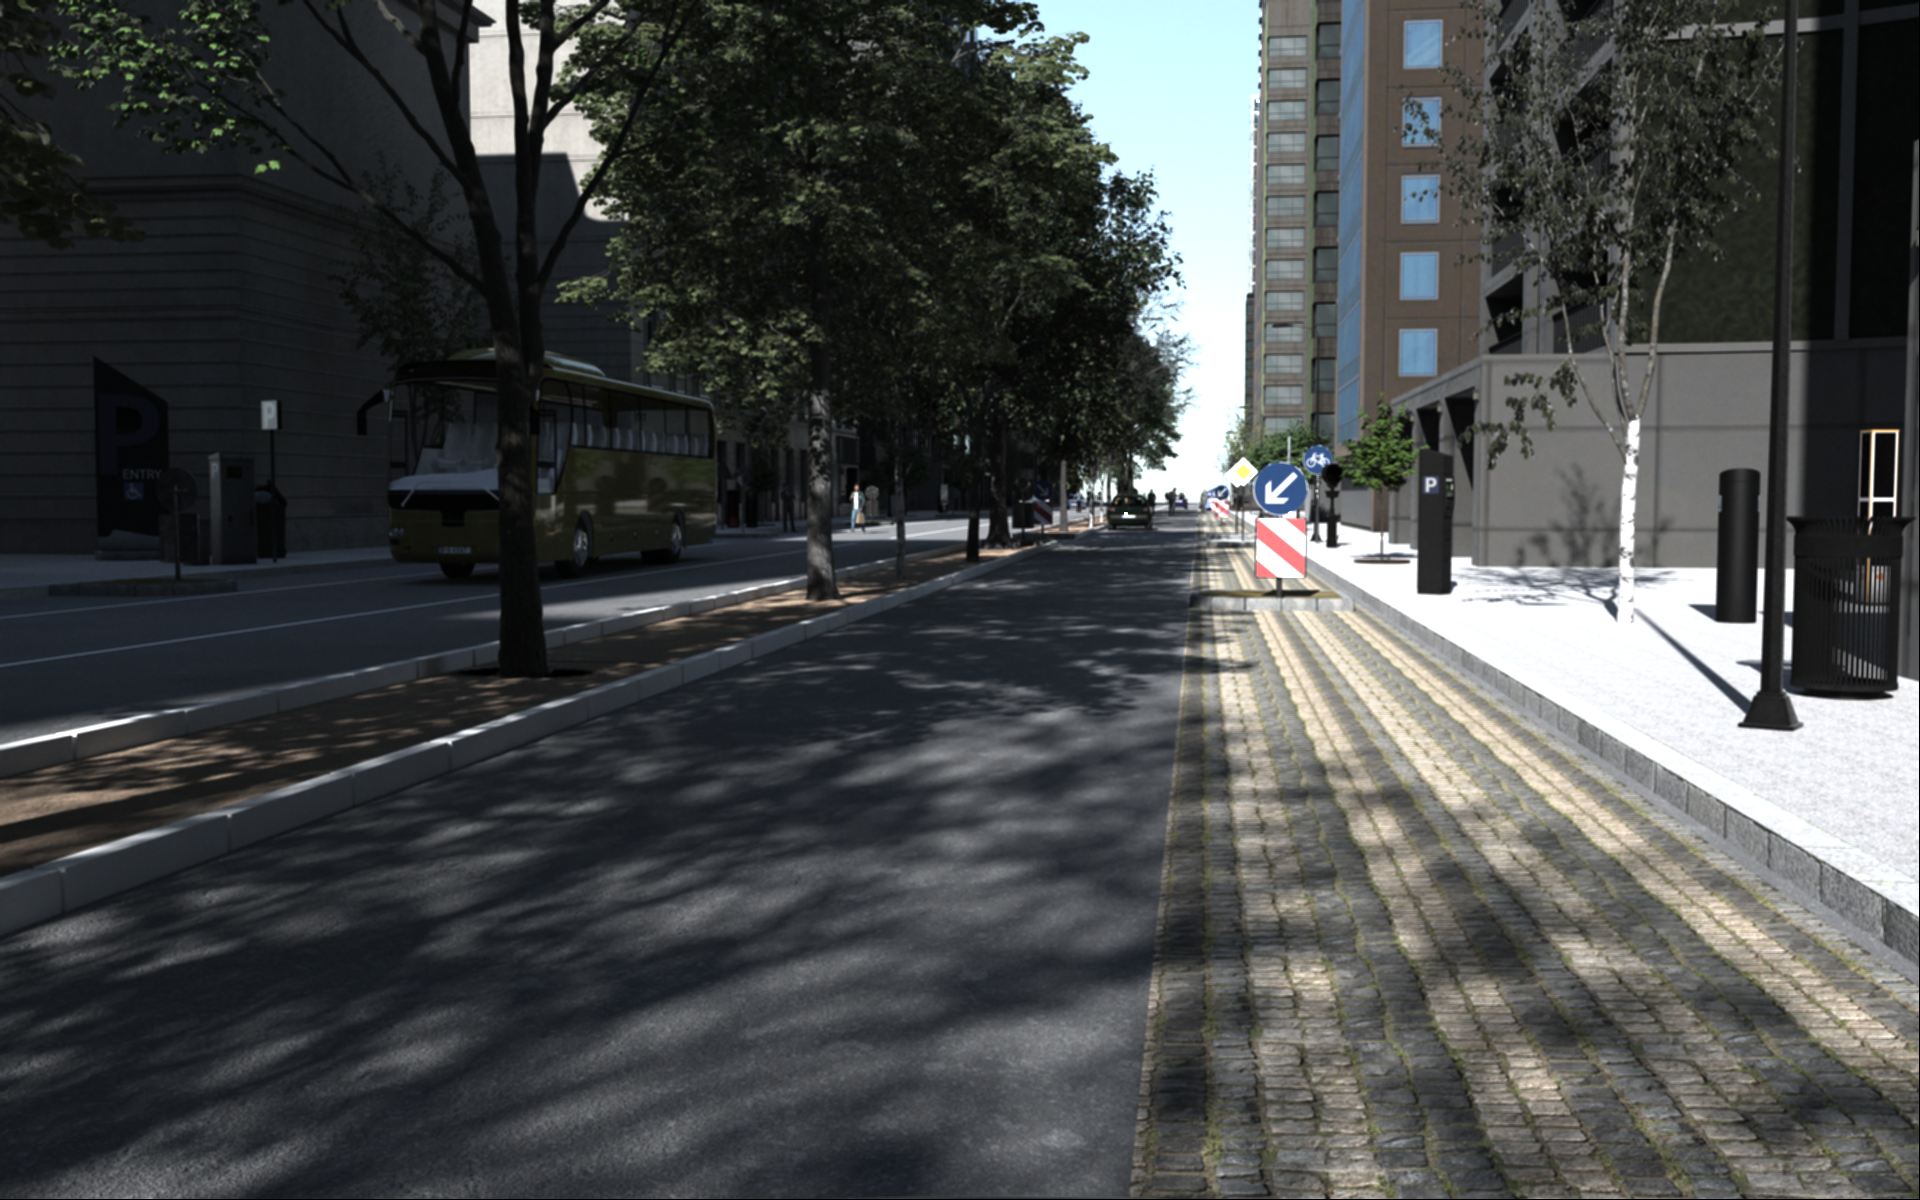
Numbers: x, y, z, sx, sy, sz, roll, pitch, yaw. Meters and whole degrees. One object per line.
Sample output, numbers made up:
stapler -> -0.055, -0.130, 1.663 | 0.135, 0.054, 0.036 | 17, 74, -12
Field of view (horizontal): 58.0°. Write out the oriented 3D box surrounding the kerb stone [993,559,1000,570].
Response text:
kerb stone -> 0.600, -0.652, 32.856 | 0.120, 0.150, 1.000 | 0, 4, 8

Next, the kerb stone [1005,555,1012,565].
kerb stone -> 0.876, -0.773, 34.896 | 0.120, 0.150, 1.000 | 0, 4, 8

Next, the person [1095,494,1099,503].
person -> 20.125, -14.875, 254.924 | 0.991, 1.433, 0.599 | -3, 4, -36

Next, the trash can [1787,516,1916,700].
trash can -> 5.609, 0.042, 10.967 | 0.748, 1.137, 0.748 | 0, 3, 0

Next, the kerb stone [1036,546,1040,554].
kerb stone -> 1.733, -1.150, 40.995 | 0.120, 0.150, 1.000 | 0, 4, 8

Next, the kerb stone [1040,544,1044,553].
kerb stone -> 1.872, -1.212, 42.012 | 0.120, 0.150, 1.000 | 0, 4, 8

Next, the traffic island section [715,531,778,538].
traffic island section -> -7.228, -2.157, 57.554 | 2.009, 0.180, 2.903 | 0, 4, 8

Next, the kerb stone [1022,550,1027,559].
kerb stone -> 1.305, -0.963, 37.951 | 0.120, 0.150, 1.000 | 0, 4, 8

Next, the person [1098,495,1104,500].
person -> 16.420, -11.784, 201.150 | 0.705, 1.826, 1.348 | 2, 4, 25

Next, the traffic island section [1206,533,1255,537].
traffic island section -> 8.859, -2.021, 55.328 | 2.009, 0.180, 2.903 | 0, 4, 8

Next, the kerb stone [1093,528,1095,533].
kerb stone -> 4.623, -2.424, 61.829 | 0.120, 0.150, 1.000 | 0, 4, 8

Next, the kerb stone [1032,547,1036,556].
kerb stone -> 1.588, -1.087, 39.976 | 0.120, 0.150, 1.000 | 0, 4, 8

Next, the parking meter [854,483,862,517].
parking meter -> -5.187, -5.045, 88.205 | 0.399, 1.863, 0.255 | -1, 4, -12

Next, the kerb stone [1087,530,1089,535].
kerb stone -> 4.189, -2.237, 58.775 | 0.120, 0.150, 1.000 | 0, 4, 8

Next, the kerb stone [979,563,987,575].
kerb stone -> 0.320, -0.528, 30.821 | 0.120, 0.150, 1.000 | 0, 4, 8

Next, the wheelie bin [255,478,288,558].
wheelie bin -> -13.859, -1.642, 34.749 | 0.693, 1.594, 0.980 | -2, 4, -23

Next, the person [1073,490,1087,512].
person -> 9.360, -7.800, 136.015 | 1.348, 1.826, 0.705 | -2, 4, -35

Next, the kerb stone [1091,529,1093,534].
kerb stone -> 4.481, -2.362, 60.807 | 0.120, 0.150, 1.000 | 0, 4, 8

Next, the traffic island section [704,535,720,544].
traffic island section -> -8.324, -1.674, 49.645 | 2.009, 0.180, 2.903 | 0, 4, 8

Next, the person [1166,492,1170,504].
person -> 28.840, -14.022, 238.470 | 1.217, 1.736, 0.721 | -3, 5, -41

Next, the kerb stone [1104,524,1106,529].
kerb stone -> 5.605, -2.857, 68.932 | 0.120, 0.150, 1.000 | 0, 4, 8

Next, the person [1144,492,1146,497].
person -> 28.677, -15.839, 268.193 | 0.721, 1.735, 1.217 | 0, 4, -7

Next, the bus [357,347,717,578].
bus -> -7.297, -2.522, 32.781 | 2.896, 3.916, 12.252 | 0, 4, 6

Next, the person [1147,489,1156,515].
person -> 12.988, -6.668, 117.918 | 0.661, 1.777, 0.834 | -1, 4, -23

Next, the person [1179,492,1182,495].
person -> 30.739, -14.223, 241.767 | 1.217, 1.735, 0.721 | -1, 4, -12

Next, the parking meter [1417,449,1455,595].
parking meter -> 6.101, -1.008, 22.197 | 0.399, 1.863, 0.255 | 3, 5, 43

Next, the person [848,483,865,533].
person -> -3.681, -3.316, 62.709 | 0.794, 1.824, 0.713 | 3, 5, 41

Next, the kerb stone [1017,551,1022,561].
kerb stone -> 1.166, -0.901, 36.928 | 0.120, 0.150, 1.000 | 0, 4, 8

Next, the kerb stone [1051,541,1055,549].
kerb stone -> 2.294, -1.391, 45.051 | 0.120, 0.150, 1.000 | 0, 4, 8

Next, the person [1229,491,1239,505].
person -> 33.133, -12.239, 208.612 | 1.348, 1.823, 0.705 | 1, 4, 11

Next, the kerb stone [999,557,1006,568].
kerb stone -> 0.742, -0.709, 33.873 | 0.120, 0.150, 1.000 | 0, 4, 8

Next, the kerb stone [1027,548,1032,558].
kerb stone -> 1.452, -1.025, 38.963 | 0.120, 0.150, 1.000 | 0, 4, 8

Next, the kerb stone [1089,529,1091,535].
kerb stone -> 4.332, -2.299, 59.787 | 0.120, 0.150, 1.000 | 0, 4, 8

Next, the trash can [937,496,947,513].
trash can -> -1.229, -6.568, 119.035 | 0.748, 1.137, 0.748 | 0, 3, 0

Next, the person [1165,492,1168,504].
person -> 29.393, -14.489, 245.839 | 0.683, 1.767, 0.568 | 0, 4, 6

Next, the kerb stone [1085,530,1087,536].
kerb stone -> 4.049, -2.171, 57.763 | 0.120, 0.150, 1.000 | 0, 4, 8

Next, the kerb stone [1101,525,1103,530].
kerb stone -> 5.328, -2.733, 66.899 | 0.120, 0.150, 1.000 | 0, 4, 8

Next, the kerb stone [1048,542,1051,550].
kerb stone -> 2.152, -1.333, 44.038 | 0.120, 0.150, 1.000 | 0, 4, 8

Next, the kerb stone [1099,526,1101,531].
kerb stone -> 5.177, -2.672, 65.888 | 0.120, 0.150, 1.000 | 0, 4, 8

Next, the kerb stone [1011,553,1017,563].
kerb stone -> 1.026, -0.838, 35.916 | 0.120, 0.150, 1.000 | 0, 4, 8

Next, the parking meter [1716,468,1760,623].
parking meter -> 7.781, -0.545, 17.325 | 0.372, 1.533, 0.369 | 0, 3, 0

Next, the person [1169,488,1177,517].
person -> 13.606, -6.255, 110.581 | 0.447, 1.846, 0.655 | -3, 4, -38

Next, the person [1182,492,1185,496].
person -> 32.717, -15.032, 255.096 | 0.721, 1.723, 1.217 | -3, 5, -44

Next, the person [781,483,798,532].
person -> -6.427, -3.479, 65.184 | 0.655, 1.846, 0.447 | -1, 4, -23

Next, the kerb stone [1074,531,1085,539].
kerb stone -> 3.916, -2.113, 56.747 | 0.120, 0.150, 1.000 | 0, 4, 8

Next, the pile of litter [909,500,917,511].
pile of litter -> -3.866, -7.107, 130.169 | 1.176, 0.858, 1.719 | -2, 4, -29

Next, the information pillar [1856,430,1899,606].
information pillar -> 10.551, -0.944, 19.932 | 0.304, 2.012, 0.304 | 0, 4, 3

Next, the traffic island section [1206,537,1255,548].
traffic island section -> 7.763, -1.537, 47.418 | 2.009, 0.180, 2.903 | 0, 4, 8

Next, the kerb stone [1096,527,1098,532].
kerb stone -> 4.902, -2.548, 63.859 | 0.120, 0.150, 1.000 | 0, 4, 8

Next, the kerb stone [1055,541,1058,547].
kerb stone -> 2.435, -1.460, 46.073 | 0.120, 0.150, 1.000 | 0, 4, 8

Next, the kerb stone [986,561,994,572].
kerb stone -> 0.453, -0.590, 31.836 | 0.120, 0.150, 1.000 | 0, 4, 8

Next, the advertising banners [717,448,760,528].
advertising banners -> -8.628, -4.272, 66.036 | 2.074, 3.025, 0.090 | 1, 4, 15

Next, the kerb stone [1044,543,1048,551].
kerb stone -> 2.014, -1.269, 43.025 | 0.120, 0.150, 1.000 | 0, 4, 8

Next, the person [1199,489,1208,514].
person -> 17.803, -7.217, 126.596 | 0.694, 1.812, 0.767 | 2, 4, 25
